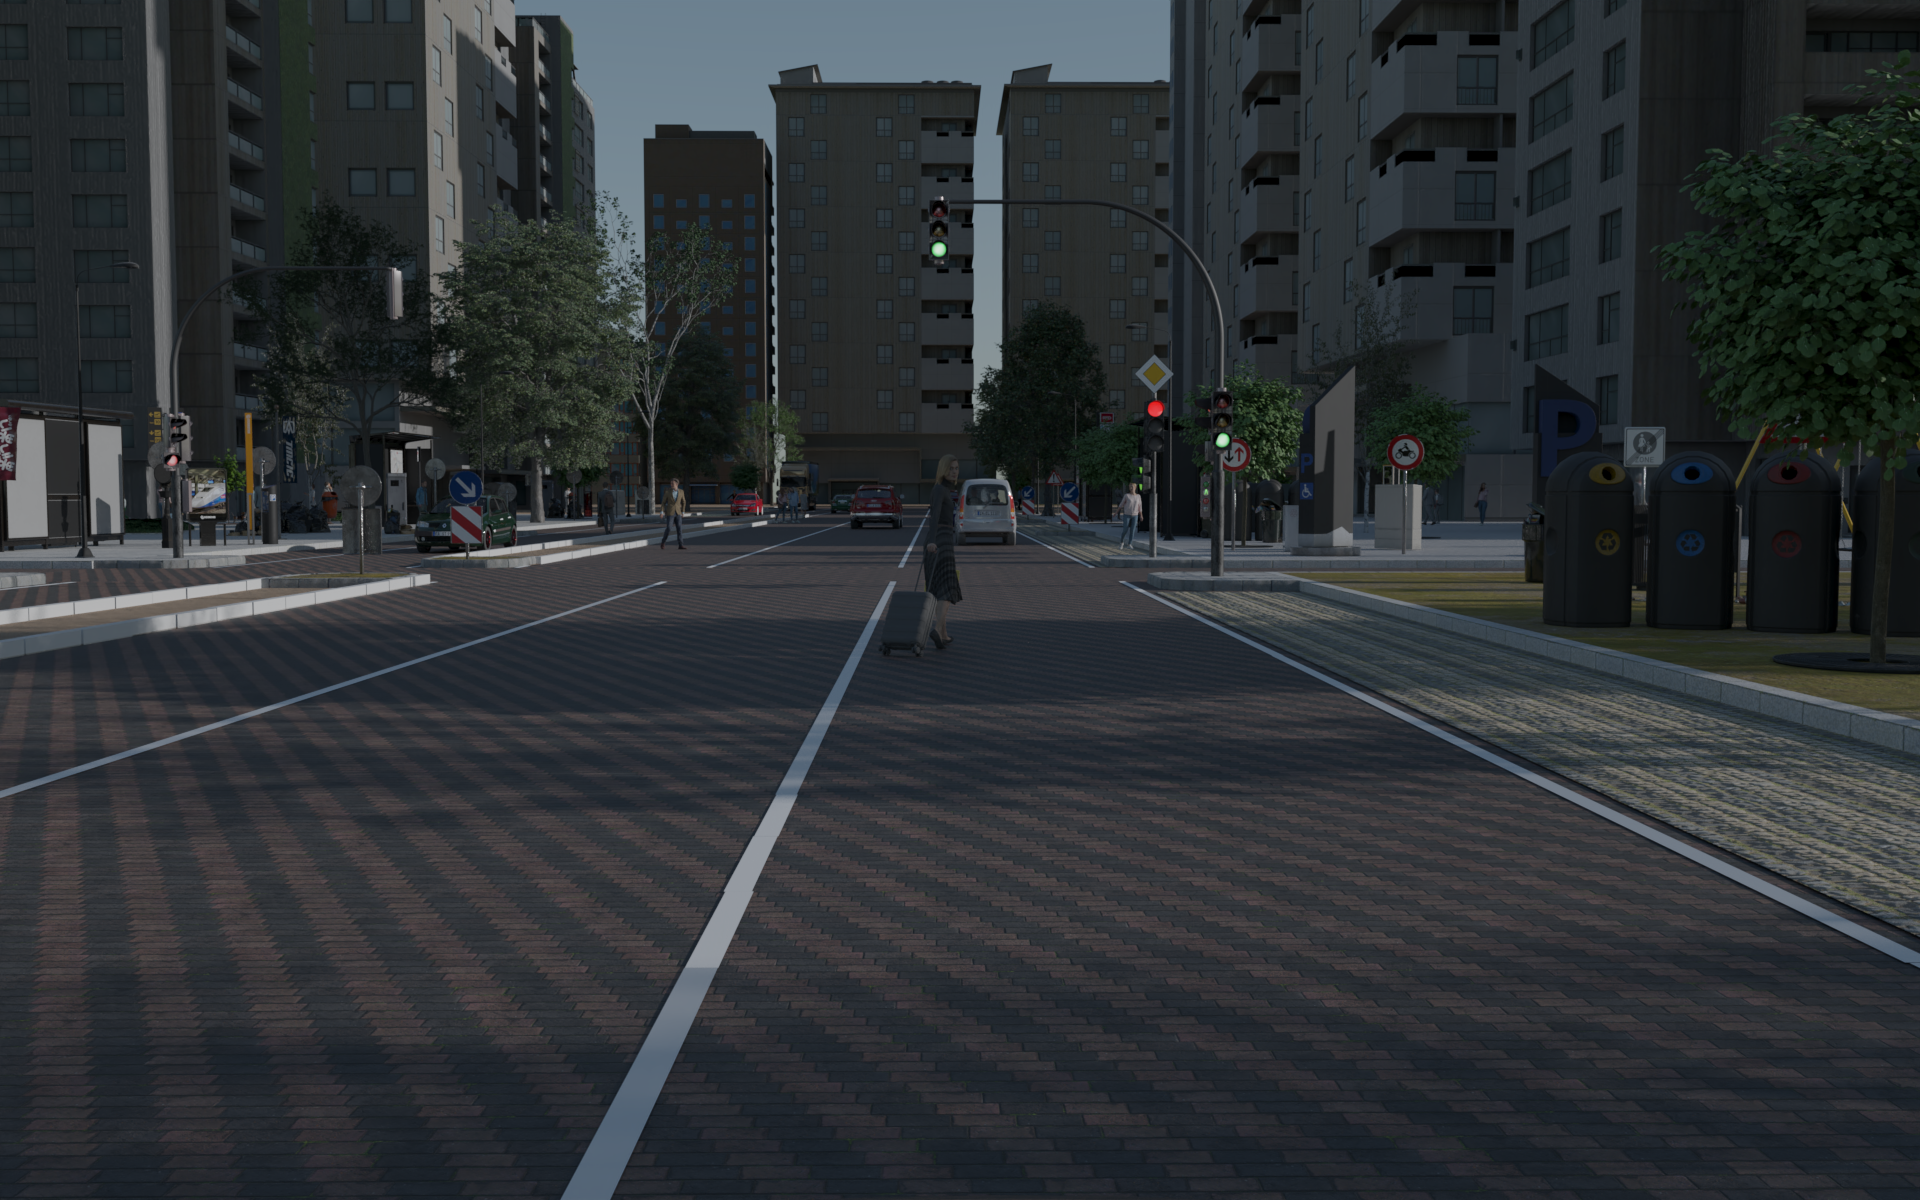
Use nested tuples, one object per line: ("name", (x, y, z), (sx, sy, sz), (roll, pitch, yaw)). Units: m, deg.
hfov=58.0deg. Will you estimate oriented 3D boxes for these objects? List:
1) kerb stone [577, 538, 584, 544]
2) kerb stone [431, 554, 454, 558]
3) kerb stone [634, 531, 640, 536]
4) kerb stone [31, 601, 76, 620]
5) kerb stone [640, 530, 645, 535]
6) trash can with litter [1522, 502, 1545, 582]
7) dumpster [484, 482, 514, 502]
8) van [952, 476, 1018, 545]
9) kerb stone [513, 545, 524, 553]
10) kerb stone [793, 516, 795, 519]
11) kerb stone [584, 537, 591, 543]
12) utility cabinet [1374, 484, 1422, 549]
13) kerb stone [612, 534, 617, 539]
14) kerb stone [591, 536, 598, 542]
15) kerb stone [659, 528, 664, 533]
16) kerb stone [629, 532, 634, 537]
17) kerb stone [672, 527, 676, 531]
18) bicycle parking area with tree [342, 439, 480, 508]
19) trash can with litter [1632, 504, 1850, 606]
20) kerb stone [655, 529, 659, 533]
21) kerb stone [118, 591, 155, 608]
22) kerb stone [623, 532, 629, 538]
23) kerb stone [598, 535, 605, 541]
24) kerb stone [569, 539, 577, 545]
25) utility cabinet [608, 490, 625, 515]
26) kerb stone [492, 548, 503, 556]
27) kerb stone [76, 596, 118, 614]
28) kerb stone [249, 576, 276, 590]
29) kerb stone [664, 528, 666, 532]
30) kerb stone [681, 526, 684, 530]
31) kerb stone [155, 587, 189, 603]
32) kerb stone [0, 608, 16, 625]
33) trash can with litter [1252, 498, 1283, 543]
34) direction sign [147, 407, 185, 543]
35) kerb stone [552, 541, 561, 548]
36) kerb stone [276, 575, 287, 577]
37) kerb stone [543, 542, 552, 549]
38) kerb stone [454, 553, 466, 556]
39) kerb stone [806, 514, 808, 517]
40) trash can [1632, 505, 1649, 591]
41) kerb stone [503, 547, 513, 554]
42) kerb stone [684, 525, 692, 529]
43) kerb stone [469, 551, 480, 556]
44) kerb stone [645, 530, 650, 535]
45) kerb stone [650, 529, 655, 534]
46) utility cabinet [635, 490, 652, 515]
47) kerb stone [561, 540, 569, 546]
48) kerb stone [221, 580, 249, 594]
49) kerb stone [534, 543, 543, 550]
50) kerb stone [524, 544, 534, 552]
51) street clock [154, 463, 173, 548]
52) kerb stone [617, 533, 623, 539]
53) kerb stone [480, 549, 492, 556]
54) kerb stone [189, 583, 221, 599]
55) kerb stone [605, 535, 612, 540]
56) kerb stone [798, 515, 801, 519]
("kerb stone", (-10.924, -1.653, 49.227), (0.120, 0.150, 1.000), (0, 4, -1))
("kerb stone", (-10.747, -0.838, 35.890), (0.120, 0.150, 1.000), (0, 4, -1))
("kerb stone", (-11.038, -2.213, 58.452), (0.120, 0.150, 1.000), (0, 4, -1))
("kerb stone", (-10.541, 0.135, 19.988), (0.120, 0.150, 1.000), (0, 4, -1))
("kerb stone", (-11.052, -2.280, 59.477), (0.120, 0.150, 1.000), (0, 4, -1))
("trash can with litter", (8.684, -0.838, 25.086), (1.055, 1.170, 0.624), (2, 4, 25))
("dumpster", (-22.653, -4.833, 84.784), (1.264, 1.857, 1.865), (0, 4, -1))
("van", (0.702, -2.607, 49.635), (2.013, 2.044, 4.112), (0, 4, -1))
("kerb stone", (-10.823, -1.213, 42.029), (0.120, 0.150, 1.000), (0, 4, -1))
("kerb stone", (-9.425, -4.538, 96.390), (0.120, 0.150, 1.000), (0, 4, -1))
("kerb stone", (-10.938, -1.716, 50.249), (0.120, 0.150, 1.000), (0, 4, -1))
("utility cabinet", (10.121, -1.915, 39.989), (0.318, 1.500, 1.173), (-2, 4, -32))
("kerb stone", (-10.985, -1.967, 54.356), (0.120, 0.150, 1.000), (0, 4, -1))
("kerb stone", (-10.944, -1.774, 51.271), (0.120, 0.150, 1.000), (0, 4, -1))
("kerb stone", (-11.103, -2.526, 63.577), (0.120, 0.150, 1.000), (0, 4, -1))
("kerb stone", (-11.027, -2.155, 57.429), (0.120, 0.150, 1.000), (0, 4, -1))
("kerb stone", (-11.149, -2.719, 66.644), (0.120, 0.150, 1.000), (0, 4, -1))
("bicycle parking area with tree", (-27.971, -6.357, 90.933), (8.231, 4.147, 9.016), (0, 4, 5))
("trash can with litter", (9.305, -0.577, 20.493), (1.678, 1.210, 2.233), (-3, 5, -40))
("kerb stone", (-11.093, -2.465, 62.549), (0.120, 0.150, 1.000), (0, 4, -1))
("kerb stone", (-10.560, 0.012, 22.034), (0.120, 0.150, 1.000), (0, 4, -1))
("kerb stone", (-11.012, -2.089, 56.408), (0.120, 0.150, 1.000), (0, 4, -1))
("kerb stone", (-10.958, -1.841, 52.308), (0.120, 0.150, 1.000), (0, 4, -1))
("kerb stone", (-10.900, -1.590, 48.197), (0.120, 0.150, 1.000), (0, 4, -1))
("utility cabinet", (-20.680, -5.855, 104.409), (0.318, 1.500, 1.173), (2, 4, 30))
("kerb stone", (-10.794, -1.087, 39.979), (0.120, 0.150, 1.000), (0, 4, -1))
("kerb stone", (-10.551, 0.075, 21.012), (0.120, 0.150, 1.000), (0, 4, -1))
("kerb stone", (-10.617, -0.240, 26.127), (0.120, 0.150, 1.000), (0, 4, -1))
("kerb stone", (-11.110, -2.594, 64.599), (0.120, 0.150, 1.000), (0, 4, -1))
("kerb stone", (-11.167, -2.844, 68.690), (0.120, 0.150, 1.000), (0, 4, -1))
("kerb stone", (-10.582, -0.053, 23.056), (0.120, 0.150, 1.000), (0, 4, -1))
("kerb stone", (-10.521, 0.198, 18.959), (0.120, 0.150, 1.000), (0, 4, -1))
("trash can with litter", (8.369, -2.099, 45.712), (1.055, 1.170, 0.624), (-2, 4, -29))
("direction sign", (-20.776, -3.266, 45.392), (0.876, 3.537, 0.379), (-3, 4, -35))
("kerb stone", (-10.874, -1.464, 46.140), (0.120, 0.150, 1.000), (0, 4, -1))
("kerb stone", (-10.638, -0.298, 27.149), (0.120, 0.150, 1.000), (0, 4, -1))
("kerb stone", (-10.860, -1.401, 45.106), (0.120, 0.150, 1.000), (0, 4, -1))
("kerb stone", (-10.759, -0.900, 36.913), (0.120, 0.150, 1.000), (0, 4, -1))
("kerb stone", (-9.550, -5.103, 105.635), (0.120, 0.150, 1.000), (0, 4, -1))
("trash can", (9.286, -0.702, 23.125), (0.748, 1.137, 0.748), (0, 3, 0))
("kerb stone", (-10.815, -1.147, 41.001), (0.120, 0.150, 1.000), (0, 4, -1))
("kerb stone", (-11.195, -2.969, 70.735), (0.120, 0.150, 1.000), (0, 4, -1))
("kerb stone", (-10.772, -0.961, 37.935), (0.120, 0.150, 1.000), (0, 4, -1))
("kerb stone", (-11.068, -2.343, 60.503), (0.120, 0.150, 1.000), (0, 4, -1))
("kerb stone", (-11.070, -2.406, 61.527), (0.120, 0.150, 1.000), (0, 4, -1))
("utility cabinet", (-19.293, -5.925, 105.550), (1.173, 1.500, 0.318), (3, 5, 40))
("kerb stone", (-10.888, -1.526, 47.173), (0.120, 0.150, 1.000), (0, 4, -1))
("kerb stone", (-10.607, -0.171, 25.106), (0.120, 0.150, 1.000), (0, 4, -1))
("kerb stone", (-10.847, -1.339, 44.082), (0.120, 0.150, 1.000), (0, 4, -1))
("kerb stone", (-10.835, -1.276, 43.060), (0.120, 0.150, 1.000), (0, 4, -1))
("street clock", (-18.776, -2.227, 40.983), (0.471, 2.002, 0.358), (1, 4, 9))
("kerb stone", (-11.004, -2.029, 55.385), (0.120, 0.150, 1.000), (0, 4, -1))
("kerb stone", (-10.783, -1.025, 38.957), (0.120, 0.150, 1.000), (0, 4, -1))
("kerb stone", (-10.586, -0.115, 24.084), (0.120, 0.150, 1.000), (0, 4, -1))
("kerb stone", (-10.965, -1.905, 53.334), (0.120, 0.150, 1.000), (0, 4, -1))
("kerb stone", (-9.484, -4.790, 100.505), (0.120, 0.150, 1.000), (0, 4, -1))
